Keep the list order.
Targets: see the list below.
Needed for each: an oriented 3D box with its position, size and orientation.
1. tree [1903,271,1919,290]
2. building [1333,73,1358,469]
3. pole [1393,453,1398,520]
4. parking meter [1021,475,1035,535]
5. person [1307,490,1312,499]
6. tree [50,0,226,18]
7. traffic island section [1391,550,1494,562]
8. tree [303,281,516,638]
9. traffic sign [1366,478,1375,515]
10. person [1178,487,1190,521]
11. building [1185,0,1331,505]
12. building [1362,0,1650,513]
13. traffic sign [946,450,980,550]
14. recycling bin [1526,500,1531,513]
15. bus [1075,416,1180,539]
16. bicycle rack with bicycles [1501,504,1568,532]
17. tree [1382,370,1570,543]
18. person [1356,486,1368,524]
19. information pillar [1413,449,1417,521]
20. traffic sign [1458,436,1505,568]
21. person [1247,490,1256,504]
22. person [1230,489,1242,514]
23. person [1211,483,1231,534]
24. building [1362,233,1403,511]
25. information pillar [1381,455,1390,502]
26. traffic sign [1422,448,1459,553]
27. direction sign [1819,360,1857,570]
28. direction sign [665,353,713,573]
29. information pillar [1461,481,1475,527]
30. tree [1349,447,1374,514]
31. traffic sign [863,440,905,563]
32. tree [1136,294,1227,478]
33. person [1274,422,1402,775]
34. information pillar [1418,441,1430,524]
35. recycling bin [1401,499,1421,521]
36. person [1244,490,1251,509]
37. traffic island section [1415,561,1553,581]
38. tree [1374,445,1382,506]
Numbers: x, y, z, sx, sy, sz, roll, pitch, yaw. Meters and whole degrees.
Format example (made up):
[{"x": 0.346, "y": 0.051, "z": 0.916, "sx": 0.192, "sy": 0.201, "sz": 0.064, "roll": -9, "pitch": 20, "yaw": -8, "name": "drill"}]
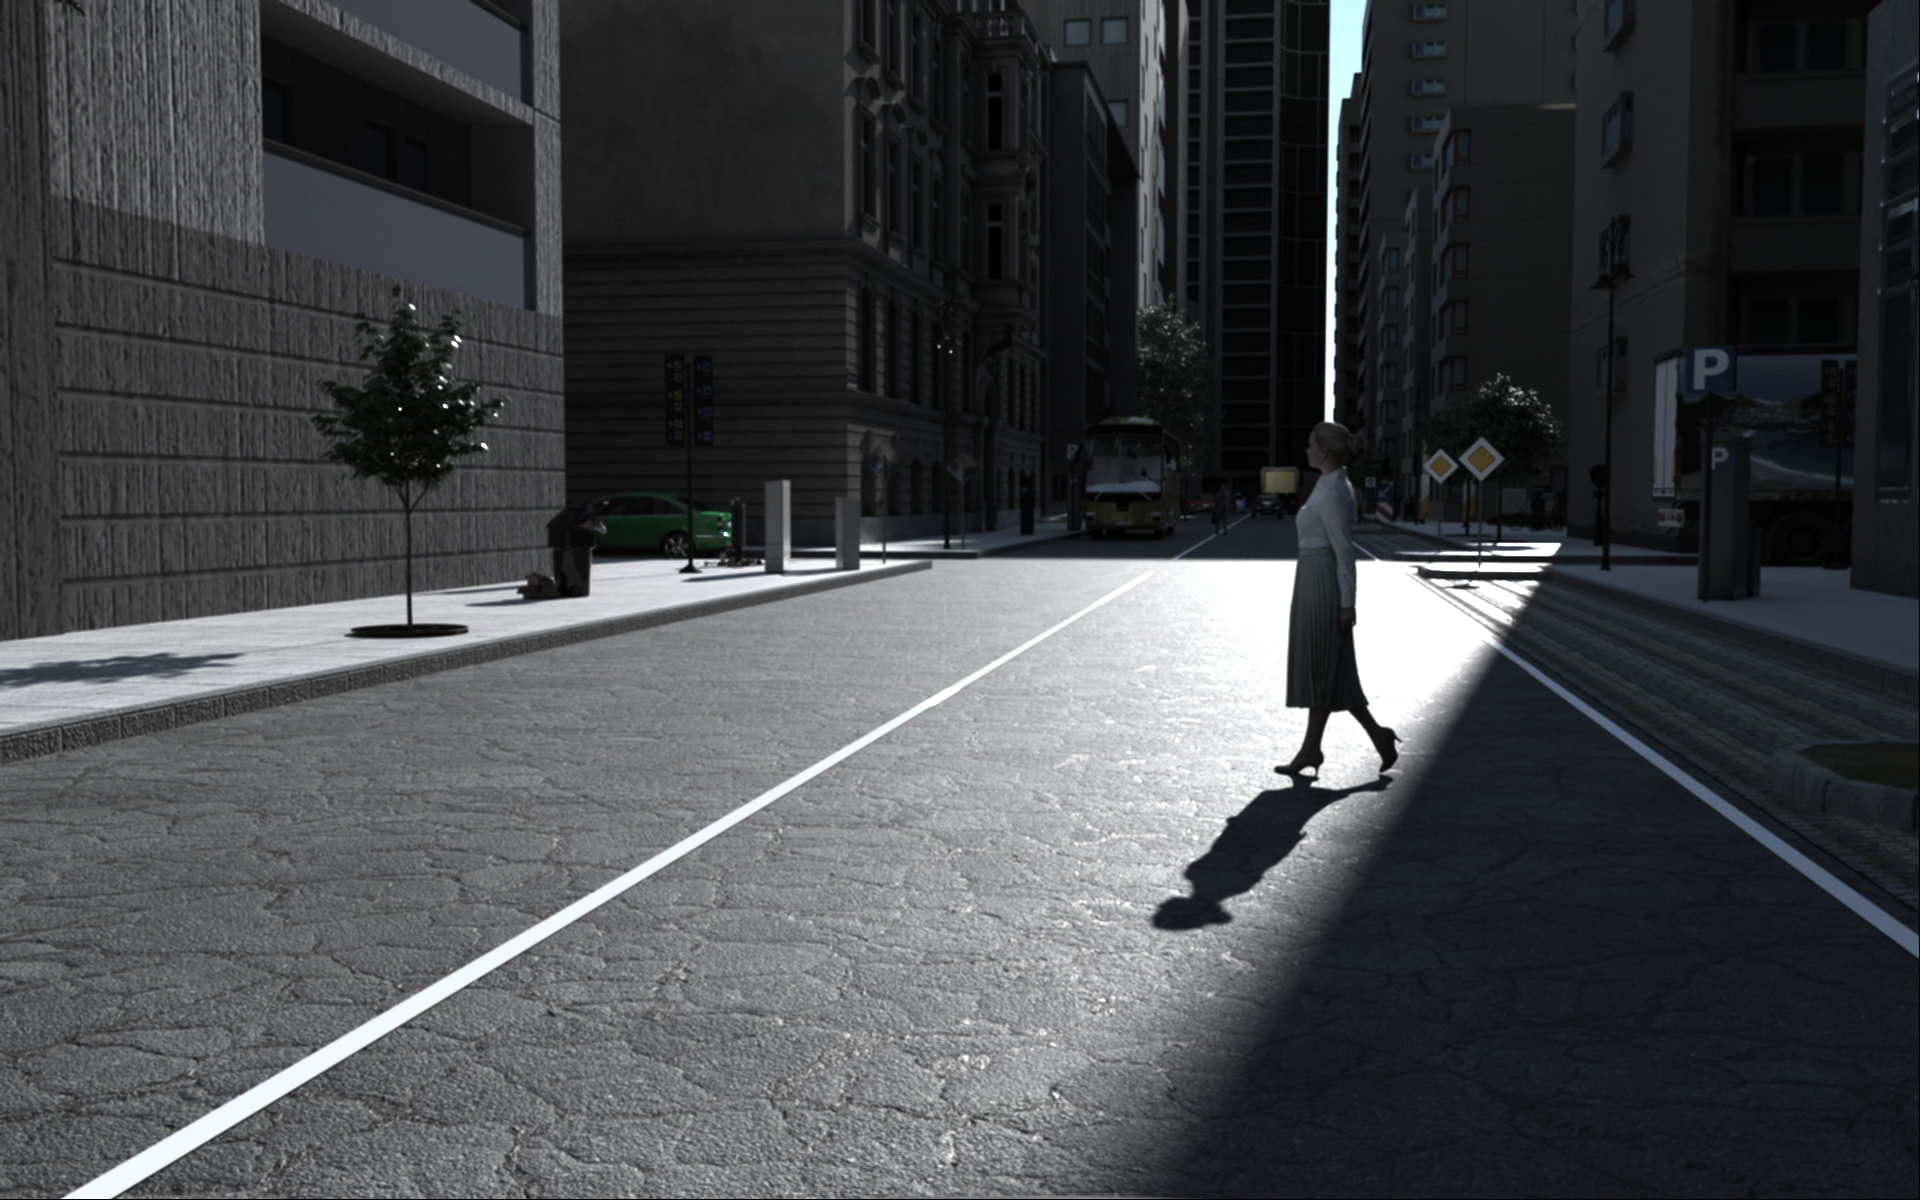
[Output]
[{"x": 7.578, "y": -1.636, "z": 10.464, "sx": 4.285, "sy": 4.588, "sz": 4.351, "roll": 0, "pitch": 3, "yaw": 0, "name": "tree"}, {"x": 54.546, "y": -35.334, "z": 201.405, "sx": 21.600, "sy": 48.544, "sz": 21.300, "roll": 1, "pitch": 4, "yaw": 11, "name": "building"}, {"x": 21.347, "y": -5.575, "z": 85.002, "sx": 0.158, "sy": 3.312, "sz": 0.155, "roll": 0, "pitch": 3, "yaw": 0, "name": "pole"}, {"x": 2.117, "y": -2.972, "z": 54.296, "sx": 0.399, "sy": 1.863, "sz": 0.255, "roll": 2, "pitch": 4, "yaw": 35, "name": "parking meter"}, {"x": 34.754, "y": -9.999, "z": 171.989, "sx": 0.705, "sy": 1.823, "sz": 1.348, "roll": -1, "pitch": 4, "yaw": -10, "name": "person"}, {"x": -6.486, "y": -4.465, "z": 7.423, "sx": 8.767, "sy": 10.594, "sz": 7.601, "roll": 1, "pitch": 4, "yaw": 19, "name": "tree"}, {"x": 10.507, "y": -0.956, "z": 37.912, "sx": 2.009, "sy": 0.180, "sz": 2.903, "roll": 1, "pitch": 4, "yaw": 11, "name": "traffic island section"}, {"x": -5.145, "y": -1.306, "z": 15.950, "sx": 1.663, "sy": 3.219, "sz": 1.824, "roll": 0, "pitch": 3, "yaw": 0, "name": "tree"}, {"x": 24.962, "y": -6.312, "z": 105.334, "sx": 0.606, "sy": 2.300, "sz": 0.079, "roll": 1, "pitch": 4, "yaw": 18, "name": "traffic sign"}, {"x": 11.794, "y": -5.087, "z": 91.637, "sx": 0.822, "sy": 1.834, "sz": 0.622, "roll": -1, "pitch": 4, "yaw": -15, "name": "person"}, {"x": 32.972, "y": -46.870, "z": 204.581, "sx": 20.611, "sy": 71.187, "sz": 20.563, "roll": 1, "pitch": 4, "yaw": 11, "name": "building"}, {"x": 46.244, "y": -32.279, "z": 151.464, "sx": 21.300, "sy": 48.544, "sz": 21.600, "roll": 1, "pitch": 4, "yaw": 11, "name": "building"}, {"x": 0.073, "y": -2.212, "z": 39.805, "sx": 0.795, "sy": 2.450, "sz": 0.064, "roll": 1, "pitch": 4, "yaw": 11, "name": "traffic sign"}, {"x": 25.183, "y": -3.848, "z": 75.476, "sx": 0.722, "sy": 1.027, "sz": 0.722, "roll": -3, "pitch": 5, "yaw": -41, "name": "recycling bin"}, {"x": 5.904, "y": -4.086, "z": 58.350, "sx": 2.896, "sy": 3.916, "sz": 12.252, "roll": 1, "pitch": 4, "yaw": 9, "name": "bus"}, {"x": 20.291, "y": -2.865, "z": 60.226, "sx": 2.925, "sy": 0.926, "sz": 2.852, "roll": -1, "pitch": 4, "yaw": -18, "name": "bicycle rack with bicycles"}, {"x": 14.400, "y": -3.803, "z": 45.896, "sx": 4.285, "sy": 4.588, "sz": 4.351, "roll": 0, "pitch": 3, "yaw": 0, "name": "tree"}, {"x": 18.805, "y": -4.463, "z": 81.594, "sx": 0.853, "sy": 1.813, "sz": 0.709, "roll": 0, "pitch": 4, "yaw": -8, "name": "person"}, {"x": 21.349, "y": -5.494, "z": 81.174, "sx": 0.183, "sy": 3.616, "sz": 0.504, "roll": 2, "pitch": 4, "yaw": 32, "name": "information pillar"}, {"x": 9.011, "y": -1.612, "z": 29.991, "sx": 0.795, "sy": 2.450, "sz": 0.064, "roll": 1, "pitch": 4, "yaw": 11, "name": "traffic sign"}, {"x": 25.260, "y": -8.602, "z": 149.282, "sx": 1.348, "sy": 1.807, "sz": 0.705, "roll": -2, "pitch": 4, "yaw": -29, "name": "person"}, {"x": 19.603, "y": -7.081, "z": 124.376, "sx": 1.348, "sy": 1.812, "sz": 0.705, "roll": 1, "pitch": 4, "yaw": 18, "name": "person"}, {"x": 9.299, "y": -3.236, "z": 61.517, "sx": 0.694, "sy": 1.812, "sz": 0.767, "roll": 0, "pitch": 4, "yaw": -2, "name": "person"}, {"x": 44.345, "y": -17.218, "z": 126.560, "sx": 27.650, "sy": 21.520, "sz": 28.899, "roll": 1, "pitch": 4, "yaw": 11, "name": "building"}, {"x": 25.211, "y": -6.799, "z": 102.524, "sx": 0.504, "sy": 3.616, "sz": 0.183, "roll": -1, "pitch": 4, "yaw": -12, "name": "information pillar"}, {"x": 10.482, "y": -2.092, "z": 37.840, "sx": 0.795, "sy": 2.450, "sz": 0.064, "roll": 1, "pitch": 4, "yaw": 11, "name": "traffic sign"}, {"x": 14.922, "y": -2.289, "z": 29.415, "sx": 0.876, "sy": 3.537, "sz": 0.379, "roll": -1, "pitch": 4, "yaw": -21, "name": "direction sign"}, {"x": -4.398, "y": -2.213, "z": 28.183, "sx": 0.876, "sy": 3.537, "sz": 0.379, "roll": -3, "pitch": 5, "yaw": -40, "name": "direction sign"}, {"x": 19.619, "y": -4.613, "z": 66.781, "sx": 0.504, "sy": 3.616, "sz": 0.183, "roll": -1, "pitch": 4, "yaw": -10, "name": "information pillar"}, {"x": 27.231, "y": -7.934, "z": 113.437, "sx": 4.285, "sy": 4.588, "sz": 4.351, "roll": 0, "pitch": 3, "yaw": 0, "name": "tree"}, {"x": -1.399, "y": -1.732, "z": 31.956, "sx": 0.795, "sy": 2.450, "sz": 0.064, "roll": 1, "pitch": 4, "yaw": 11, "name": "traffic sign"}, {"x": 11.925, "y": -12.413, "z": 109.615, "sx": 9.857, "sy": 13.997, "sz": 8.962, "roll": 0, "pitch": 3, "yaw": 0, "name": "tree"}, {"x": 1.937, "y": -0.006, "z": 8.823, "sx": 0.641, "sy": 1.798, "sz": 0.478, "roll": 2, "pitch": 4, "yaw": 25, "name": "person"}, {"x": 19.930, "y": -5.071, "z": 74.270, "sx": 0.504, "sy": 3.616, "sz": 0.183, "roll": -2, "pitch": 4, "yaw": -32, "name": "information pillar"}, {"x": 21.652, "y": -4.315, "z": 83.101, "sx": 0.722, "sy": 1.027, "sz": 0.722, "roll": -1, "pitch": 4, "yaw": -19, "name": "recycling bin"}, {"x": 27.518, "y": -9.521, "z": 164.304, "sx": 1.348, "sy": 1.807, "sz": 0.705, "roll": 2, "pitch": 4, "yaw": 30, "name": "person"}, {"x": 9.035, "y": -0.476, "z": 30.064, "sx": 2.009, "sy": 0.180, "sz": 2.903, "roll": 1, "pitch": 4, "yaw": 11, "name": "traffic island section"}, {"x": 15.387, "y": -4.219, "z": 52.688, "sx": 4.285, "sy": 4.588, "sz": 4.351, "roll": 0, "pitch": 3, "yaw": 0, "name": "tree"}]
